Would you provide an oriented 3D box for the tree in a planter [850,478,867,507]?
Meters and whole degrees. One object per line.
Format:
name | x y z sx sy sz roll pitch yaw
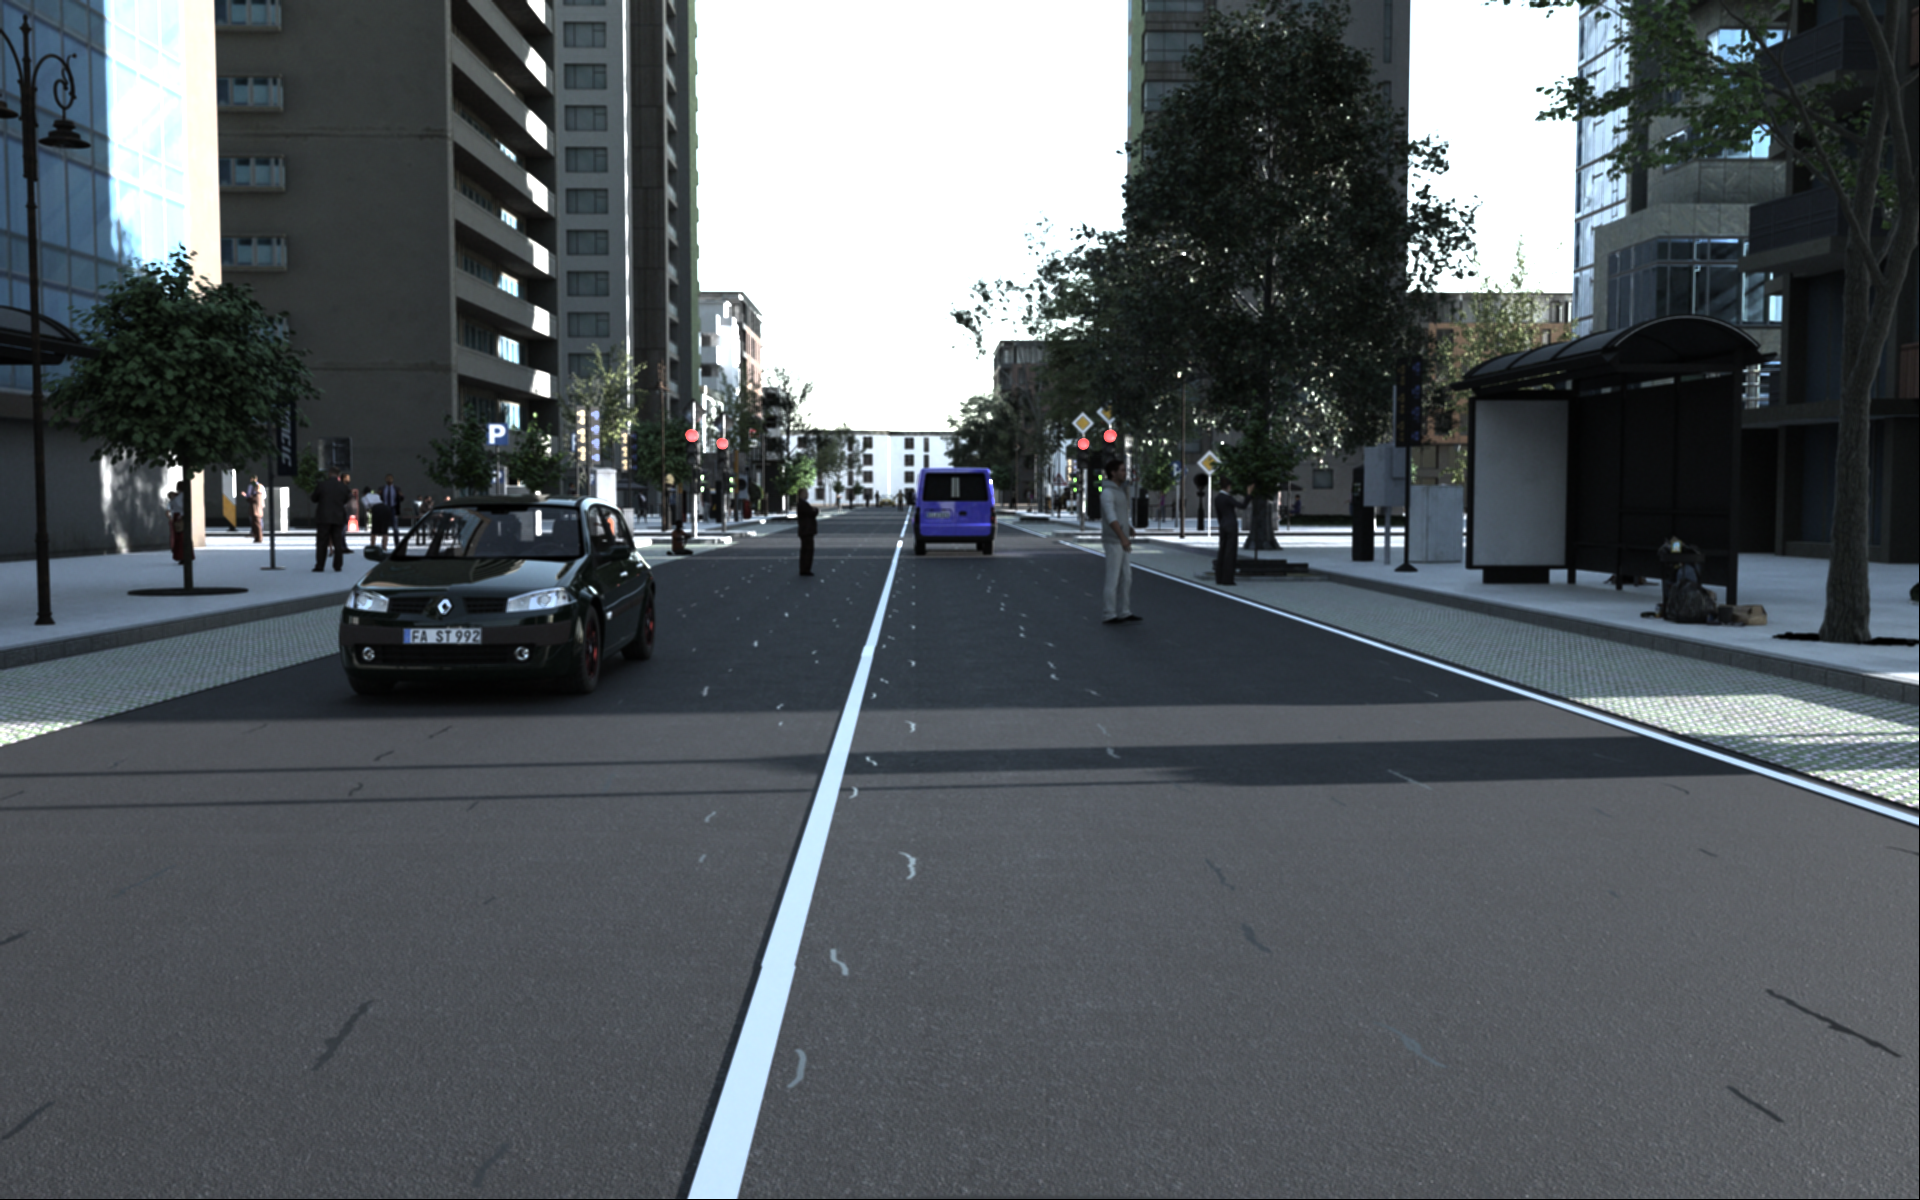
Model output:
tree in a planter | -11.108 -11.644 187.608 1.991 3.239 1.994 0 4 -2

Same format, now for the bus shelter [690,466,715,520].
bus shelter | -12.561 -5.736 87.707 2.014 3.302 5.546 0 4 -1

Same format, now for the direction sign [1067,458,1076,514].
direction sign | 7.068 -7.160 109.064 0.876 3.537 0.379 -3 5 -40

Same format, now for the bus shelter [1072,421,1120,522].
bus shelter | 6.691 -6.554 84.793 2.179 5.291 8.768 0 4 -1

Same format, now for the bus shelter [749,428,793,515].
bus shelter | -11.868 -7.998 108.401 2.179 5.291 8.768 0 4 -2

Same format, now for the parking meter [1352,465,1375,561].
parking meter | 7.712 -1.677 33.128 0.399 1.863 0.255 -2 4 -33

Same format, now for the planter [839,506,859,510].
planter | -10.391 -8.540 160.763 1.991 0.319 1.994 0 4 -2

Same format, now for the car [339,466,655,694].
car | -3.509 -0.236 13.646 2.009 1.686 4.222 0 4 -1

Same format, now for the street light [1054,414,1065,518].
street light | 5.301 -7.335 92.707 0.468 5.910 1.993 0 4 -2

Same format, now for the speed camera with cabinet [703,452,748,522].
speed camera with cabinet | -11.006 -5.313 81.198 2.038 3.252 0.660 -2 4 -24

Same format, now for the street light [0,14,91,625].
street light | -9.007 -2.696 16.868 0.468 5.910 1.993 0 4 -2

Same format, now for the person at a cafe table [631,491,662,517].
person at a cafe table | -17.400 -5.332 95.700 1.698 1.524 1.622 2 4 30

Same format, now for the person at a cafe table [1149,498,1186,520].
person at a cafe table | 10.295 -4.555 85.340 1.726 1.238 1.698 -1 4 -19

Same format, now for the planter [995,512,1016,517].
planter | 2.840 -5.481 110.757 1.991 0.319 1.994 0 4 -2

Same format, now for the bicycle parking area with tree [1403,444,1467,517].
bicycle parking area with tree | 29.697 -6.755 97.444 9.016 4.147 8.231 0 4 -8

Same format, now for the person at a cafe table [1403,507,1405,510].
person at a cafe table | 33.300 -7.424 129.897 1.698 1.524 1.622 0 4 0

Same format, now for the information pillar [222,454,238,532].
information pillar | -24.861 -4.131 58.903 0.504 3.616 0.183 1 4 19

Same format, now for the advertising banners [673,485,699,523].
advertising banners | -12.531 -5.026 78.363 2.074 3.025 0.090 3 5 40

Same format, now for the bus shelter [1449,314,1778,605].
bus shelter | 8.112 -1.734 22.267 2.014 3.302 5.546 0 4 -1

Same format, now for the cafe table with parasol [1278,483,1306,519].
cafe table with parasol | 14.455 -4.447 77.574 2.610 1.966 2.610 -1 4 -17

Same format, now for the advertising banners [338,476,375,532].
advertising banners | -20.643 -3.832 58.848 0.090 3.025 2.074 2 4 31

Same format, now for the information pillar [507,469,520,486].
information pillar | -11.817 -2.533 45.908 0.304 2.012 0.304 0 4 -5

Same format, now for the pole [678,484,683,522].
pole | -11.677 -4.794 72.222 0.158 3.312 0.155 0 3 0

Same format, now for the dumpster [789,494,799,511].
dumpster | -12.489 -7.945 132.397 1.502 2.255 1.985 0 4 -2

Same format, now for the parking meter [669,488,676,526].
parking meter | -11.693 -3.799 70.522 0.372 1.533 0.369 0 3 0

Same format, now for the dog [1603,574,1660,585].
dog | 9.536 -0.421 24.622 0.550 0.427 0.748 0 4 -7

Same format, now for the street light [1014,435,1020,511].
street light | 4.347 -9.815 133.263 0.468 5.910 1.993 0 4 -2

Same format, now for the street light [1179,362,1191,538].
street light | 6.434 -4.721 49.982 0.468 5.910 1.993 0 4 -2

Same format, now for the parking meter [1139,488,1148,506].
parking meter | 7.705 -3.932 72.707 0.372 1.533 0.369 0 3 0

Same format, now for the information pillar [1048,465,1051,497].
information pillar | 6.910 -8.720 133.925 0.183 3.616 0.504 -1 4 -15

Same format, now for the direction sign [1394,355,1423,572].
direction sign | 7.411 -2.243 28.665 0.379 3.537 0.876 -1 4 -11

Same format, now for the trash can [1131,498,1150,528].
trash can | 6.787 -3.272 65.143 0.748 1.137 0.748 0 3 0

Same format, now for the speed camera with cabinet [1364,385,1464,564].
speed camera with cabinet | 8.421 -2.310 32.096 2.038 3.252 0.660 -2 4 -31

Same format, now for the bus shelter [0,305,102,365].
bus shelter | -10.326 -1.364 16.224 2.014 3.302 5.546 0 4 -1

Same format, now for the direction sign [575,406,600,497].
direction sign | -9.623 -3.232 44.840 0.379 3.537 0.876 2 4 29

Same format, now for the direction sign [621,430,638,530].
direction sign | -11.768 -4.260 61.651 0.379 3.537 0.876 2 4 29

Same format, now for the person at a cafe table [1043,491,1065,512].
person at a cafe table | 6.628 -7.005 123.051 1.698 1.524 1.622 2 4 27

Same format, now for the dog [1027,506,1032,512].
dog | 4.983 -6.428 122.827 0.550 0.427 0.748 0 4 5

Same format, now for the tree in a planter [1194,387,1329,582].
tree in a planter | 4.985 -1.946 29.046 1.991 3.239 1.994 0 4 -2

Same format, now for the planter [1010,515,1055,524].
planter | 3.550 -3.834 83.822 1.991 0.319 1.994 0 4 -2

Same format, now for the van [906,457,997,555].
van | -0.194 -2.332 42.510 2.240 2.365 5.245 0 4 -2

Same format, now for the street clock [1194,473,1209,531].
street clock | 8.467 -3.443 60.866 0.471 2.002 0.358 -1 4 -16

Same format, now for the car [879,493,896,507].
car | -8.111 -11.169 192.838 2.015 1.641 3.980 0 4 -1

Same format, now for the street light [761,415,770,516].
street light | -11.139 -7.724 99.068 0.468 5.910 1.993 0 4 -2

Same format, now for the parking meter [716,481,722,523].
parking meter | -10.623 -4.337 76.625 0.255 1.863 0.399 1 4 15

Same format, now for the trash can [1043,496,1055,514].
trash can | 5.689 -6.058 110.705 0.748 1.137 0.748 0 3 0

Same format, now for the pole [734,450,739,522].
pole | -10.373 -5.288 80.309 0.158 3.312 0.155 0 3 0

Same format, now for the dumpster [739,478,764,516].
dumpster | -12.405 -6.106 102.334 1.502 2.255 1.985 0 4 -2

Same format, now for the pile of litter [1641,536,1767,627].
pile of litter | 7.575 -0.223 17.612 1.176 0.858 1.719 1 4 18

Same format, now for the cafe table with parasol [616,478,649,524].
cafe table with parasol | -14.310 -4.233 74.083 2.610 1.966 2.610 3 5 44

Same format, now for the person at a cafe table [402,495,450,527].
person at a cafe table | -20.050 -3.317 65.094 1.698 1.238 1.726 -3 5 -44

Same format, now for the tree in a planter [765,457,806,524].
tree in a planter | -8.369 -5.289 83.690 1.991 3.239 1.994 0 4 -2

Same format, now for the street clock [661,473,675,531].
street clock | -10.262 -3.441 60.834 0.358 2.002 0.471 3 4 37

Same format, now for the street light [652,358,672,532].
street light | -10.112 -5.267 58.911 0.468 5.910 1.993 0 4 -2
